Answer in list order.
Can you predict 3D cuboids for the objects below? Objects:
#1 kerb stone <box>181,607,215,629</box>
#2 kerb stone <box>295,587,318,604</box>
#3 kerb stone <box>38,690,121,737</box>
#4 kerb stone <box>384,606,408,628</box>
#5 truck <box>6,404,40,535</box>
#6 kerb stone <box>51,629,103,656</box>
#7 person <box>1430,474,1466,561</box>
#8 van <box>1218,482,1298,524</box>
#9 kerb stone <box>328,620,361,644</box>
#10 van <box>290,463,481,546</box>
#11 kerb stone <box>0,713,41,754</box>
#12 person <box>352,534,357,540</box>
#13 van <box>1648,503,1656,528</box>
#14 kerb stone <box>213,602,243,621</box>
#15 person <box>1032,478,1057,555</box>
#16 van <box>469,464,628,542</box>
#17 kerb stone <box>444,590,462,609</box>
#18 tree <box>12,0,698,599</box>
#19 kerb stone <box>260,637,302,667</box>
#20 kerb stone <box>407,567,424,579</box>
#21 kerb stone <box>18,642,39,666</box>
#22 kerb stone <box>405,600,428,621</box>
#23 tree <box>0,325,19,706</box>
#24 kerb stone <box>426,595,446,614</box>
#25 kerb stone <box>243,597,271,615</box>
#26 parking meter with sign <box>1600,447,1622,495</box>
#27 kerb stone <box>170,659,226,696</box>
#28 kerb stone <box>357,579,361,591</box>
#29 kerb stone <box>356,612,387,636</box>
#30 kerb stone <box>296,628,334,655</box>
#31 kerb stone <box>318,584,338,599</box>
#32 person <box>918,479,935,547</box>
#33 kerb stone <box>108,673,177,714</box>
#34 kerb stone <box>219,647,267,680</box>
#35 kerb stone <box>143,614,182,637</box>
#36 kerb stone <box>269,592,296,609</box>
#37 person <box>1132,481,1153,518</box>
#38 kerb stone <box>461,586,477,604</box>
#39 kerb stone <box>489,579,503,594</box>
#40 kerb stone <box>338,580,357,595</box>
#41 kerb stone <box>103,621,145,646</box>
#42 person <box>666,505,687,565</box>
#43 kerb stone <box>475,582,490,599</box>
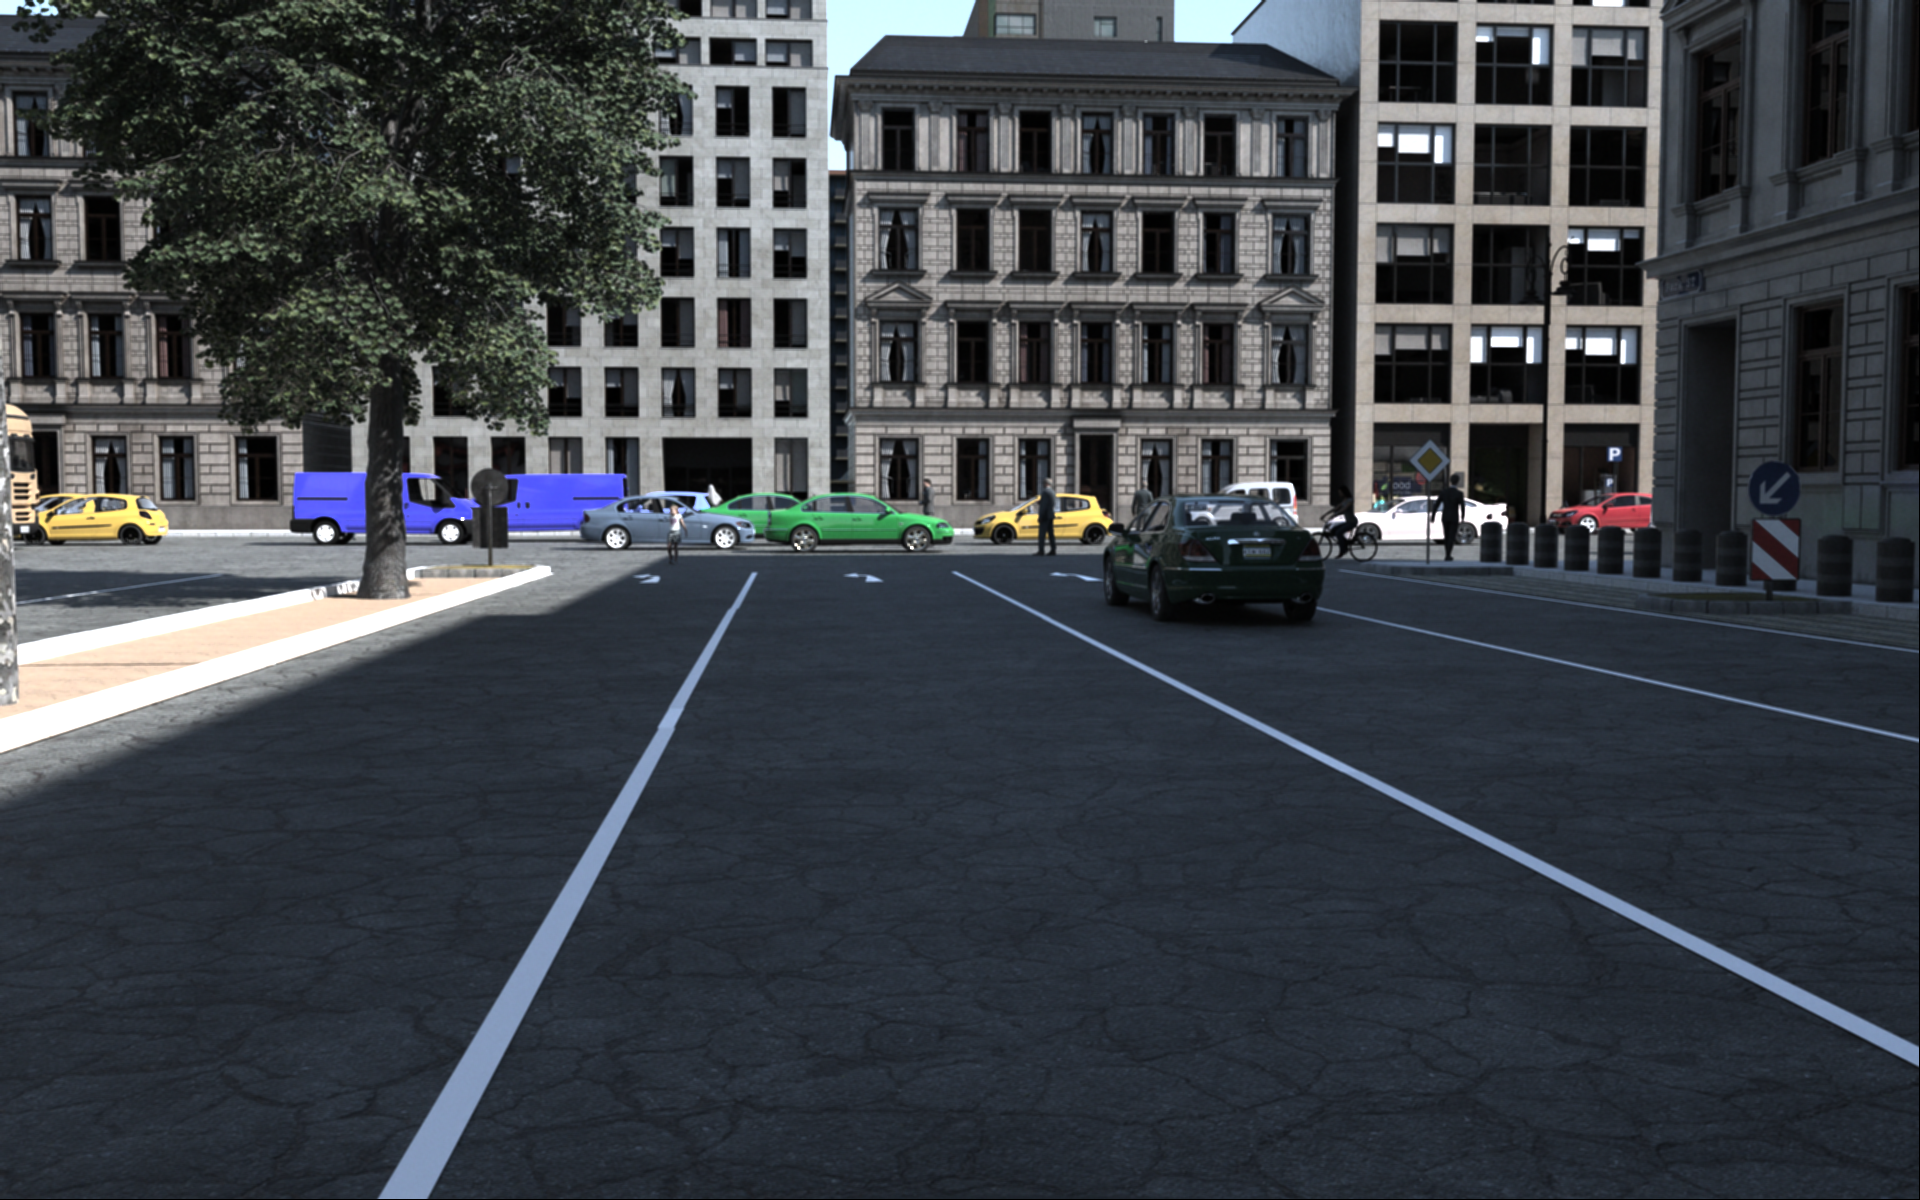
[{"bbox_3d":[-8.321,0.213,18.735,0.120,0.150,1.000,0,4,-5],"label":"kerb stone"},{"bbox_3d":[-8.702,-0.039,22.835,0.120,0.150,1.000,0,4,-5],"label":"kerb stone"},{"bbox_3d":[-5.463,0.703,10.705,0.120,0.150,1.000,0,4,-5],"label":"kerb stone"},{"bbox_3d":[-6.229,0.201,18.907,0.120,0.150,1.000,0,4,-5],"label":"kerb stone"},{"bbox_3d":[-28.787,-3.341,43.541,11.283,4.237,2.839,0,4,-7],"label":"truck"},{"bbox_3d":[-8.036,0.400,15.663,0.120,0.150,1.000,0,4,-5],"label":"kerb stone"},{"bbox_3d":[10.312,-1.717,36.358,0.659,1.850,0.755,3,4,37],"label":"person"},{"bbox_3d":[9.350,-3.170,58.848,4.112,2.044,2.013,0,4,-4],"label":"van"},{"bbox_3d":[-6.042,0.330,16.856,0.120,0.150,1.000,0,4,-5],"label":"kerb stone"},{"bbox_3d":[-16.140,-2.743,49.234,5.245,2.365,2.240,0,4,-7],"label":"van"},{"bbox_3d":[-5.369,0.766,9.676,0.120,0.150,1.000,0,4,-5],"label":"kerb stone"},{"bbox_3d":[-18.689,-2.758,53.586,0.713,1.824,0.794,3,5,42],"label":"person"},{"bbox_3d":[18.637,-2.095,41.264,4.112,2.044,2.013,0,4,-5],"label":"van"},{"bbox_3d":[-8.428,0.149,19.759,0.120,0.150,1.000,0,4,-5],"label":"kerb stone"},{"bbox_3d":[1.960,-1.947,40.515,0.590,1.801,0.661,2,4,27],"label":"person"},{"bbox_3d":[-12.687,-2.948,52.578,5.245,2.365,2.240,0,4,-6],"label":"van"},{"bbox_3d":[-6.510,0.013,21.988,0.120,0.150,1.000,0,4,-5],"label":"kerb stone"},{"bbox_3d":[-7.913,-6.991,23.409,9.857,13.997,8.962,0,3,0],"label":"tree"},{"bbox_3d":[-5.851,0.452,14.800,0.120,0.150,1.000,0,4,-5],"label":"kerb stone"},{"bbox_3d":[-9.372,-0.477,30.002,0.120,0.150,1.000,0,4,-5],"label":"kerb stone"},{"bbox_3d":[-7.931,0.465,14.633,0.120,0.150,1.000,0,4,-5],"label":"kerb stone"},{"bbox_3d":[-6.323,0.139,19.929,0.120,0.150,1.000,0,4,-5],"label":"kerb stone"},{"bbox_3d":[-7.902,-9.389,11.860,12.611,20.169,13.585,0,3,0],"label":"tree"},{"bbox_3d":[-6.420,0.076,20.955,0.120,0.150,1.000,0,4,-5],"label":"kerb stone"},{"bbox_3d":[-8.514,0.091,20.789,0.120,0.150,1.000,0,4,-5],"label":"kerb stone"},{"bbox_3d":[24.242,-4.188,64.735,0.543,3.016,1.738,1,4,8],"label":"parking meter with sign"},{"bbox_3d":[-5.657,0.579,12.757,0.120,0.150,1.000,0,4,-5],"label":"kerb stone"},{"bbox_3d":[-8.982,-0.226,25.902,0.120,0.150,1.000,0,4,-5],"label":"kerb stone"},{"bbox_3d":[-6.127,0.264,17.879,0.120,0.150,1.000,0,4,-5],"label":"kerb stone"},{"bbox_3d":[-5.945,0.389,15.834,0.120,0.150,1.000,0,4,-5],"label":"kerb stone"},{"bbox_3d":[-8.799,-0.102,23.857,0.120,0.150,1.000,0,4,-5],"label":"kerb stone"},{"bbox_3d":[-0.906,-2.345,46.644,0.447,1.846,0.655,0,4,4],"label":"person"},{"bbox_3d":[-5.562,0.640,11.728,0.120,0.150,1.000,0,4,-5],"label":"kerb stone"},{"bbox_3d":[-5.747,0.515,13.779,0.120,0.150,1.000,0,4,-5],"label":"kerb stone"},{"bbox_3d":[-8.224,0.274,17.713,0.120,0.150,1.000,0,4,-5],"label":"kerb stone"},{"bbox_3d":[-8.607,0.024,21.811,0.120,0.150,1.000,0,4,-5],"label":"kerb stone"},{"bbox_3d":[5.311,-2.536,50.132,0.661,1.801,0.590,1,4,16],"label":"person"},{"bbox_3d":[-6.605,-0.048,23.010,0.120,0.150,1.000,0,4,-5],"label":"kerb stone"},{"bbox_3d":[-6.796,-0.175,25.062,0.120,0.150,1.000,0,4,-5],"label":"kerb stone"},{"bbox_3d":[-8.889,-0.160,24.880,0.120,0.150,1.000,0,4,-5],"label":"kerb stone"},{"bbox_3d":[-8.134,0.341,16.691,0.120,0.150,1.000,0,4,-5],"label":"kerb stone"},{"bbox_3d":[-5.755,-1.331,35.283,0.505,1.210,0.382,1,4,19],"label":"person"},{"bbox_3d":[-6.704,-0.113,24.038,0.120,0.150,1.000,0,4,-5],"label":"kerb stone"}]
